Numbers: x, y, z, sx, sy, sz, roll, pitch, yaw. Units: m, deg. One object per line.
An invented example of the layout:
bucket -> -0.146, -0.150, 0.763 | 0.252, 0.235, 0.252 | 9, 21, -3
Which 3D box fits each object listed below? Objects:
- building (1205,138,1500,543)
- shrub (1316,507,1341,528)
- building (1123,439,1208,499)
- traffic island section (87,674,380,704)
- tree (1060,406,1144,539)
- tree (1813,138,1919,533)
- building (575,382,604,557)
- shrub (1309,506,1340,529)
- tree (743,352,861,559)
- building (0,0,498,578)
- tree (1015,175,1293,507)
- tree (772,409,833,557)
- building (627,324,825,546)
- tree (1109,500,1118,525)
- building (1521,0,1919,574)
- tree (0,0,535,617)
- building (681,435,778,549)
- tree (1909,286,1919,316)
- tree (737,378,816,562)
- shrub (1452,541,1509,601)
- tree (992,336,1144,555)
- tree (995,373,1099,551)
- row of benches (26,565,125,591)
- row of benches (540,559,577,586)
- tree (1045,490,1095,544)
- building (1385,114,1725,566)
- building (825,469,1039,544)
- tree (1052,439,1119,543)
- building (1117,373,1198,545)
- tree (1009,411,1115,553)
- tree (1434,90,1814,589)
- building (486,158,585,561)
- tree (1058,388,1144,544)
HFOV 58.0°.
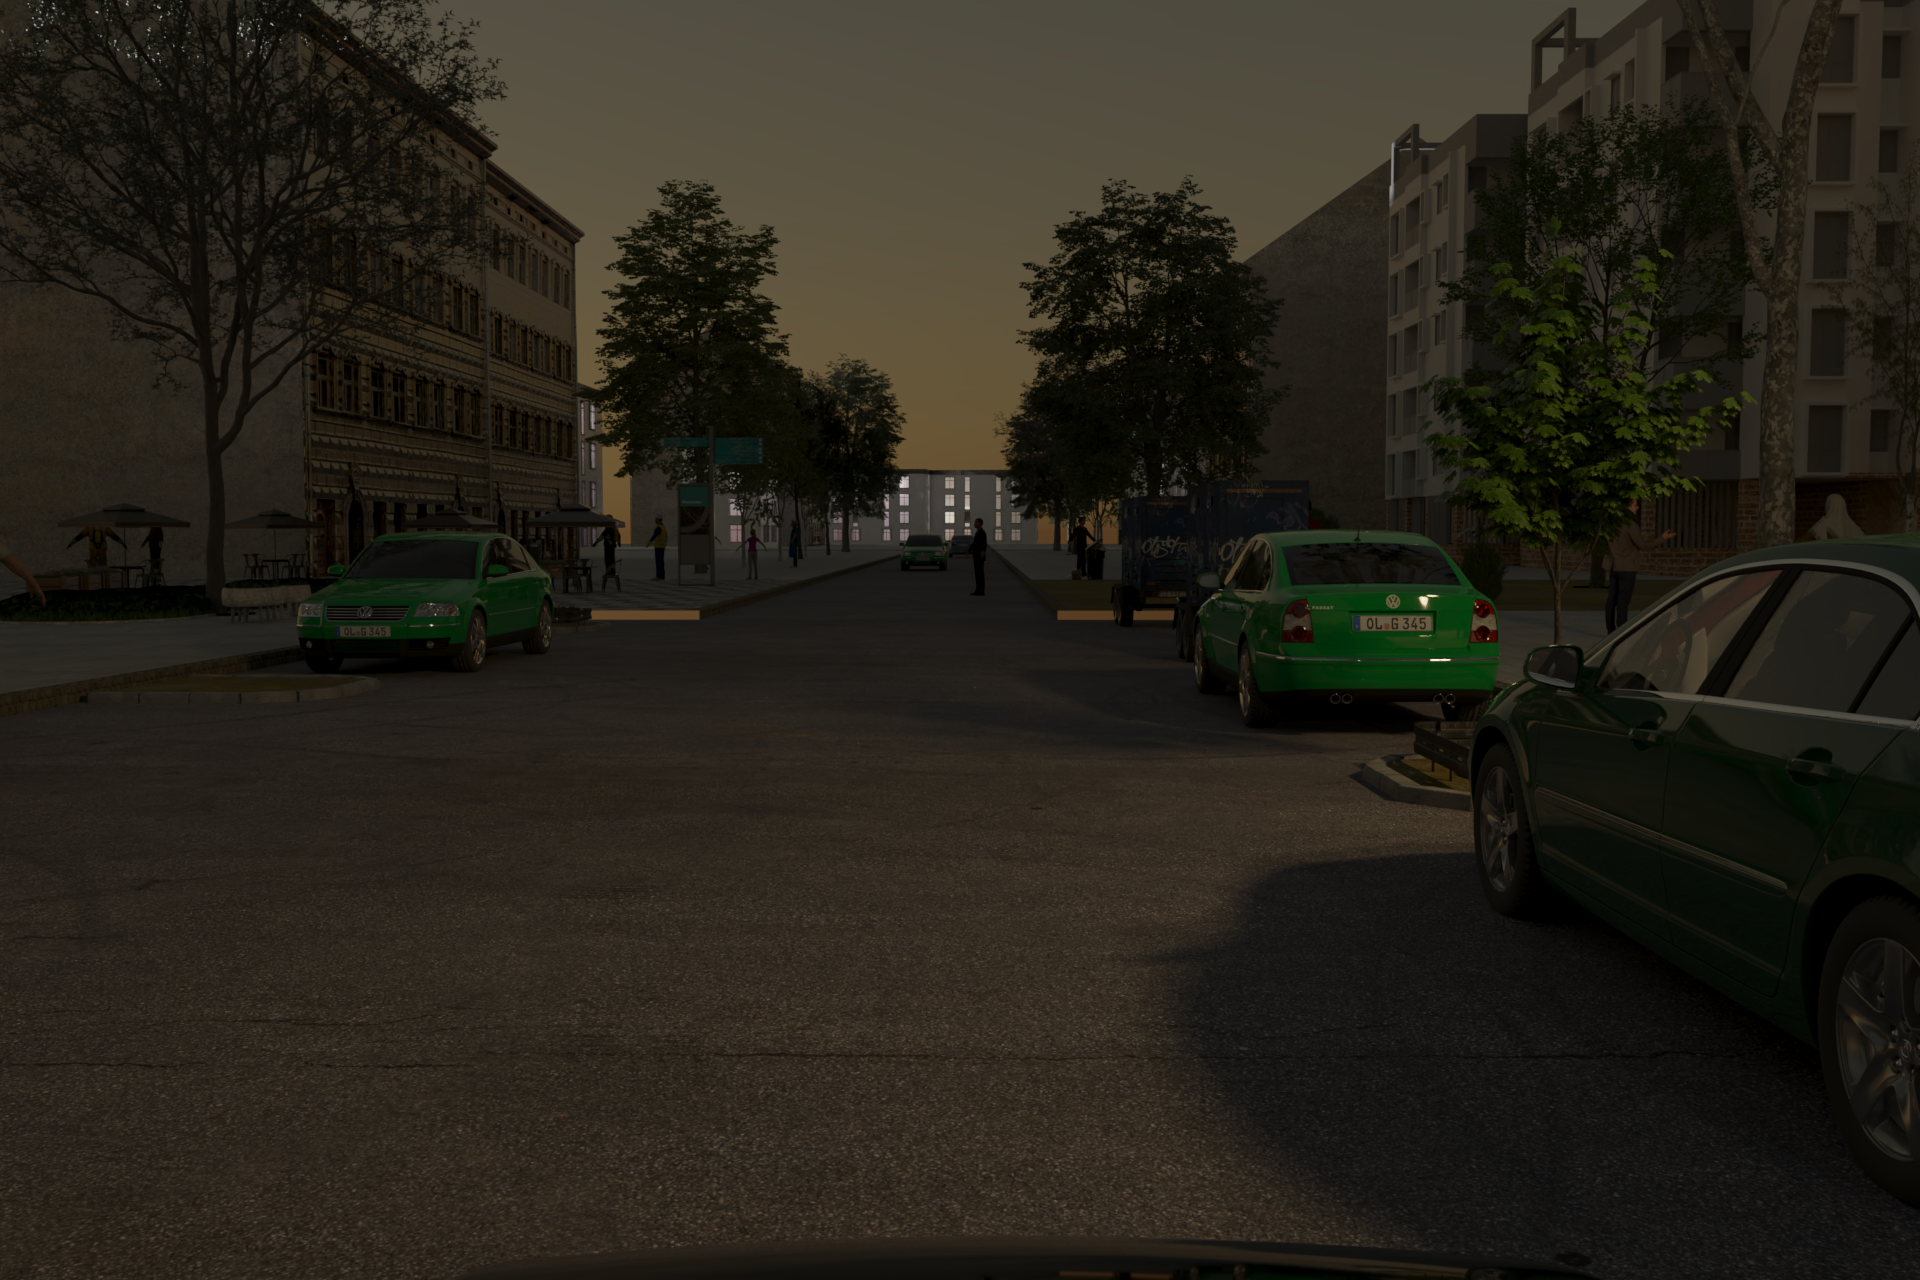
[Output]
building -> 25.553, -16.804, 105.667 | 19.493, 23.208, 18.063 | 0, 4, 0
shrub -> 9.975, -2.667, 48.020 | 1.690, 2.028, 1.600 | 0, 3, 0
building -> 21.275, -13.751, 166.983 | 9.099, 9.664, 28.070 | 0, 4, 0
traffic island section -> -6.388, 0.443, 15.627 | 1.991, 0.108, 1.994 | 0, 4, 1
tree -> 6.761, -8.387, 87.492 | 4.360, 8.622, 3.978 | 0, 3, 0
tree -> 18.038, -5.067, 33.215 | 4.360, 8.622, 3.978 | 0, 3, 0
building -> -25.514, -9.803, 102.426 | 9.099, 9.664, 28.070 | 0, 4, 1
shrub -> 7.913, -2.150, 39.571 | 1.690, 2.028, 1.600 | 0, 3, 0
tree -> -8.462, -9.398, 88.067 | 7.601, 10.594, 8.767 | 0, 4, 6
building -> -27.923, -13.939, 58.834 | 19.493, 23.208, 18.063 | 0, 4, 1
tree -> 6.744, -9.423, 60.724 | 9.857, 13.997, 8.962 | 0, 3, 0
tree -> -8.717, -8.952, 96.734 | 4.737, 8.622, 4.395 | 0, 3, 0
building -> -24.817, -21.855, 188.263 | 19.493, 23.208, 18.063 | 0, 4, 1
tree -> 22.966, -18.754, 224.747 | 7.486, 12.596, 7.792 | 0, 3, 0
building -> 26.403, -12.687, 63.856 | 16.016, 20.090, 11.380 | 0, 4, 0
tree -> -11.581, -7.129, 26.924 | 12.009, 13.543, 11.850 | 0, 3, 0
building -> -21.201, -13.317, 159.873 | 9.099, 9.664, 28.070 | 0, 3, 0
tree -> 28.693, -8.065, 42.225 | 12.009, 13.543, 11.850 | 0, 3, 0
tree -> -8.546, -7.984, 80.896 | 4.737, 8.622, 4.395 | 0, 3, 0
shrub -> 9.609, -1.277, 31.995 | 1.383, 1.207, 1.383 | 0, 3, 0
tree -> 7.017, -12.044, 107.291 | 12.009, 13.543, 11.850 | 0, 3, 0
tree -> 7.321, -13.765, 131.711 | 9.857, 13.997, 8.962 | 0, 3, 0
row of benches -> -16.389, -1.027, 32.252 | 1.422, 0.672, 4.104 | -1, 4, -12
row of benches -> -11.303, -1.646, 42.371 | 4.104, 0.672, 1.422 | -1, 4, -17
tree -> 14.695, -18.885, 226.893 | 7.486, 12.596, 7.792 | 0, 3, 0
building -> 25.509, -13.754, 81.299 | 16.016, 20.090, 11.380 | 0, 4, 1
building -> -3.935, -17.063, 223.587 | 28.070, 9.664, 9.099 | 0, 4, 6
tree -> 7.300, -8.874, 95.454 | 4.737, 8.622, 4.395 | 0, 3, 0
building -> 27.702, -20.208, 196.856 | 16.747, 18.905, 31.486 | 0, 4, 0
tree -> 7.583, -11.331, 119.670 | 8.767, 10.594, 7.601 | 0, 4, 2
tree -> 15.321, -7.036, 40.787 | 9.928, 11.665, 9.643 | 0, 3, 0
building -> -28.662, -15.130, 78.308 | 19.493, 23.208, 18.063 | 0, 4, 0
tree -> 6.625, -7.982, 80.862 | 4.737, 8.622, 4.395 | 0, 3, 0
